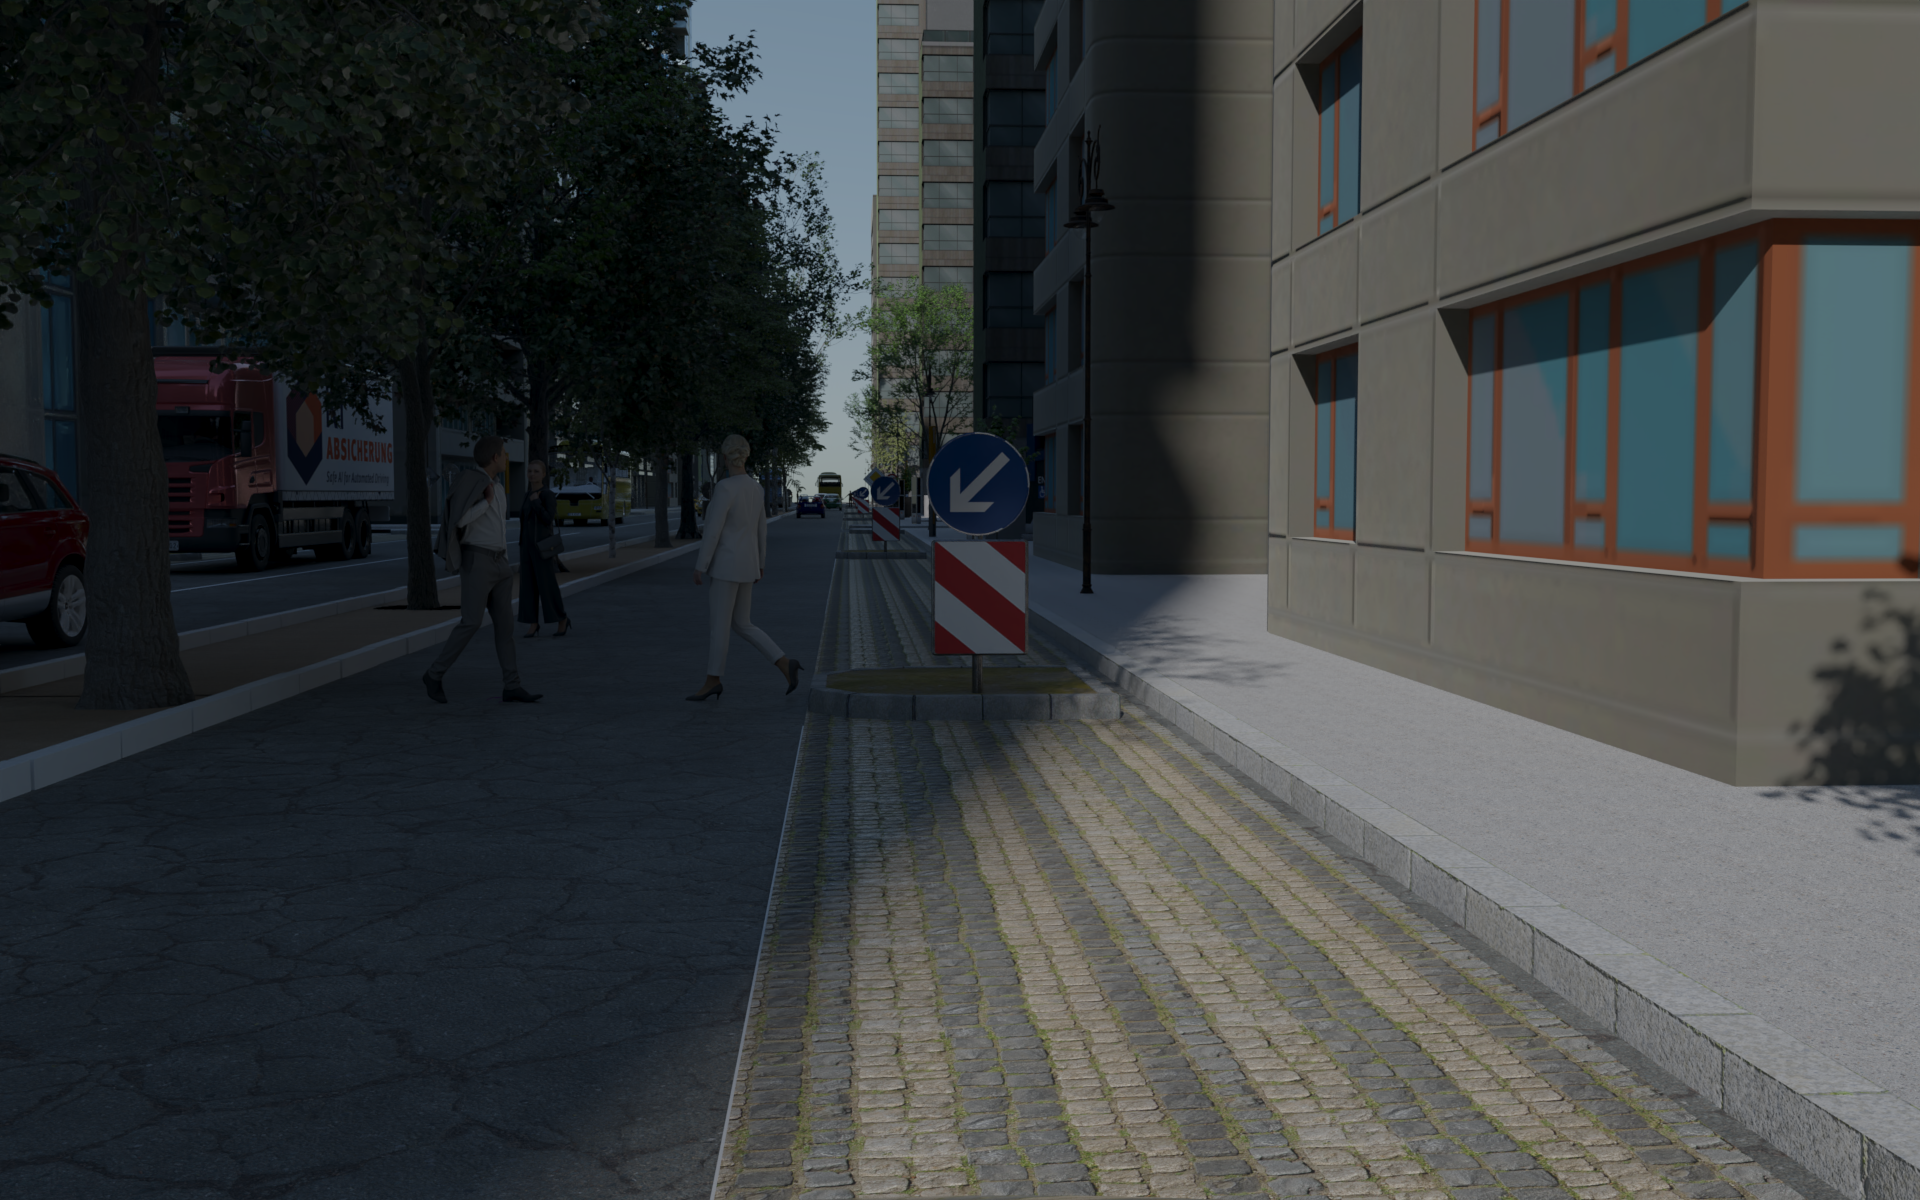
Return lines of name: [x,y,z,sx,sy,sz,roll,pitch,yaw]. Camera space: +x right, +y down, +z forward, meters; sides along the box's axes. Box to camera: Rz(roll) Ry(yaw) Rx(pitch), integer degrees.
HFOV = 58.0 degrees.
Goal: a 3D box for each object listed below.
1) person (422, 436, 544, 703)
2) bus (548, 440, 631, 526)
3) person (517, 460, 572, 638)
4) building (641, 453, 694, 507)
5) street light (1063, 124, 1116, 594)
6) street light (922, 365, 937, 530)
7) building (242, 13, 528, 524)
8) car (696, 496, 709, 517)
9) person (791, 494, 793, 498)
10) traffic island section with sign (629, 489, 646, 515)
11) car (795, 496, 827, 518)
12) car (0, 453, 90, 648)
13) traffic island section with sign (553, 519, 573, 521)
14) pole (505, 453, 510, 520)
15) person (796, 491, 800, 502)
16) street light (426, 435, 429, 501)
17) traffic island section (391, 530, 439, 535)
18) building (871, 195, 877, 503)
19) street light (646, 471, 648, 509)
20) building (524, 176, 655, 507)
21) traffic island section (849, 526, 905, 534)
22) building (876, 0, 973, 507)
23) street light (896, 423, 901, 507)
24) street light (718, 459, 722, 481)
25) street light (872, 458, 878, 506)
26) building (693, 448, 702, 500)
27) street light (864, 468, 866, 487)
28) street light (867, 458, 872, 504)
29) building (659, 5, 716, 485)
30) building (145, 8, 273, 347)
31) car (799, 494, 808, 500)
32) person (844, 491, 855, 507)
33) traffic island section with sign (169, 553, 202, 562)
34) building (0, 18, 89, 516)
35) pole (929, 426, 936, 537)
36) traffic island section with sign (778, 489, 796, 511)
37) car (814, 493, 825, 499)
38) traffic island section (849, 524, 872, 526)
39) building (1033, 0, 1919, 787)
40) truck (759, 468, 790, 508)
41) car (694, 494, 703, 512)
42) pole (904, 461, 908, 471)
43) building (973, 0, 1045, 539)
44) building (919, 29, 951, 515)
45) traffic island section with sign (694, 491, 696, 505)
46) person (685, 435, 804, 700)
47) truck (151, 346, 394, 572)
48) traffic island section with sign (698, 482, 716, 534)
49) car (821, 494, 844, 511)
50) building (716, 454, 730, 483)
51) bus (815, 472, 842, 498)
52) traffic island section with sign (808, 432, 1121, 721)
person: [-3.295,-0.199,11.858,0.850,1.850,0.679,1,4,10]
bus: [-17.173,-5.443,80.539,2.896,3.916,12.252,0,4,-5]
person: [-4.227,-0.520,17.421,0.576,1.772,0.534,1,4,19]
building: [-44.450,-21.112,190.221,27.650,21.520,28.899,0,4,-4]
street light: [1.639,-3.022,22.196,0.468,5.910,1.993,0,4,-4]
street light: [-1.079,-5.465,62.141,0.468,5.910,1.993,0,4,-4]
building: [-33.393,-28.002,81.534,21.300,48.544,21.600,0,4,-4]
car: [-15.936,-6.199,111.584,2.015,1.641,3.980,0,4,-3]
person: [-28.934,-17.730,298.320,0.705,1.831,1.348,-1,4,-11]
traffic island section with sign: [-22.861,-6.818,120.104,1.989,1.847,2.006,0,4,-4]
car: [-8.936,-5.573,103.703,1.945,1.354,3.894,0,4,-5]
car: [-9.237,-0.366,14.665,2.281,1.827,5.304,0,4,-3]
traffic island section with sign: [-21.118,-5.173,93.205,1.989,1.847,2.006,0,4,-4]
pole: [-22.273,-5.585,85.156,0.158,3.312,0.155,0,3,0]
person: [-22.231,-14.029,237.500,0.705,1.869,1.348,0,4,7]
street light: [-21.705,-5.981,70.569,0.468,5.910,1.993,0,4,-4]
traffic island section: [-19.109,-2.453,62.380,2.009,0.180,2.903,0,4,-4]
building: [-2.799,-39.264,265.662,21.300,48.544,21.600,0,4,-4]
street light: [-26.547,-10.639,146.729,0.468,5.910,1.993,0,4,-4]
building: [-40.668,-32.974,158.736,23.786,49.044,30.456,0,4,-4]
traffic island section: [-3.051,-2.516,63.411,2.009,0.180,2.903,0,4,-4]
building: [0.398,-27.757,137.414,14.154,41.232,14.086,0,4,-4]
street light: [-3.801,-8.152,106.075,0.468,5.910,1.993,0,4,-4]
street light: [-31.999,-15.766,230.555,0.468,5.910,1.993,0,4,-4]
street light: [-8.663,-12.781,181.757,0.468,5.910,1.993,0,4,-4]
building: [-39.310,-32.285,211.448,14.154,41.232,14.086,0,4,-4]
street light: [-13.964,-17.814,264.047,0.468,5.910,1.993,0,4,-4]
street light: [-11.341,-15.263,222.336,0.468,5.910,1.993,0,4,-4]
building: [-45.400,-56.908,243.111,22.319,86.520,31.000,0,4,-4]
building: [-37.032,-30.319,115.319,23.786,49.044,30.456,0,4,-4]
car: [-26.139,-16.998,289.912,2.014,1.417,4.499,0,4,-5]
person: [-11.768,-10.835,185.788,1.348,1.807,0.705,-1,4,-23]
traffic island section with sign: [-17.486,-1.747,37.192,1.989,1.847,2.006,0,4,-4]
building: [-36.699,-26.181,47.663,30.456,49.044,23.786,0,4,-4]
pole: [-0.825,-3.549,51.864,0.158,3.312,0.155,0,3,0]
traffic island section with sign: [-14.499,-8.409,145.630,2.006,1.907,1.989,0,4,-4]
car: [-13.180,-9.507,164.486,2.155,1.783,4.494,0,4,-5]
traffic island section: [-3.567,-3.003,71.379,2.009,0.180,2.903,0,4,-4]
building: [16.262,-10.836,22.212,27.650,21.520,28.899,0,4,-4]
truck: [-19.932,-12.051,186.791,2.967,4.110,18.799,0,4,-3]
car: [-20.567,-7.994,140.931,2.015,1.641,3.980,0,4,-2]
pole: [-3.285,-6.839,105.653,0.158,3.312,0.155,0,3,0]
building: [7.280,-17.351,55.390,14.160,30.474,14.107,0,4,-4]
building: [4.282,-20.826,112.207,14.160,30.474,14.107,0,4,-4]
traffic island section with sign: [-26.016,-9.799,168.848,1.989,1.847,2.006,0,4,-4]
person: [-1.500,-0.222,12.004,0.818,1.842,0.514,0,4,5]
truck: [-14.202,-2.825,35.111,2.839,4.237,11.283,0,4,-3]
traffic island section with sign: [-9.166,-3.371,63.256,2.006,1.907,1.989,0,4,-4]
car: [-11.130,-8.460,150.126,2.131,1.459,4.920,0,4,-4]
building: [-49.399,-26.344,275.763,27.650,21.520,28.899,0,4,-4]
bus: [-14.588,-12.309,192.798,2.896,3.916,12.252,0,4,-5]
traffic island section with sign: [-0.037,-0.196,11.837,1.989,1.847,2.006,0,4,-4]
